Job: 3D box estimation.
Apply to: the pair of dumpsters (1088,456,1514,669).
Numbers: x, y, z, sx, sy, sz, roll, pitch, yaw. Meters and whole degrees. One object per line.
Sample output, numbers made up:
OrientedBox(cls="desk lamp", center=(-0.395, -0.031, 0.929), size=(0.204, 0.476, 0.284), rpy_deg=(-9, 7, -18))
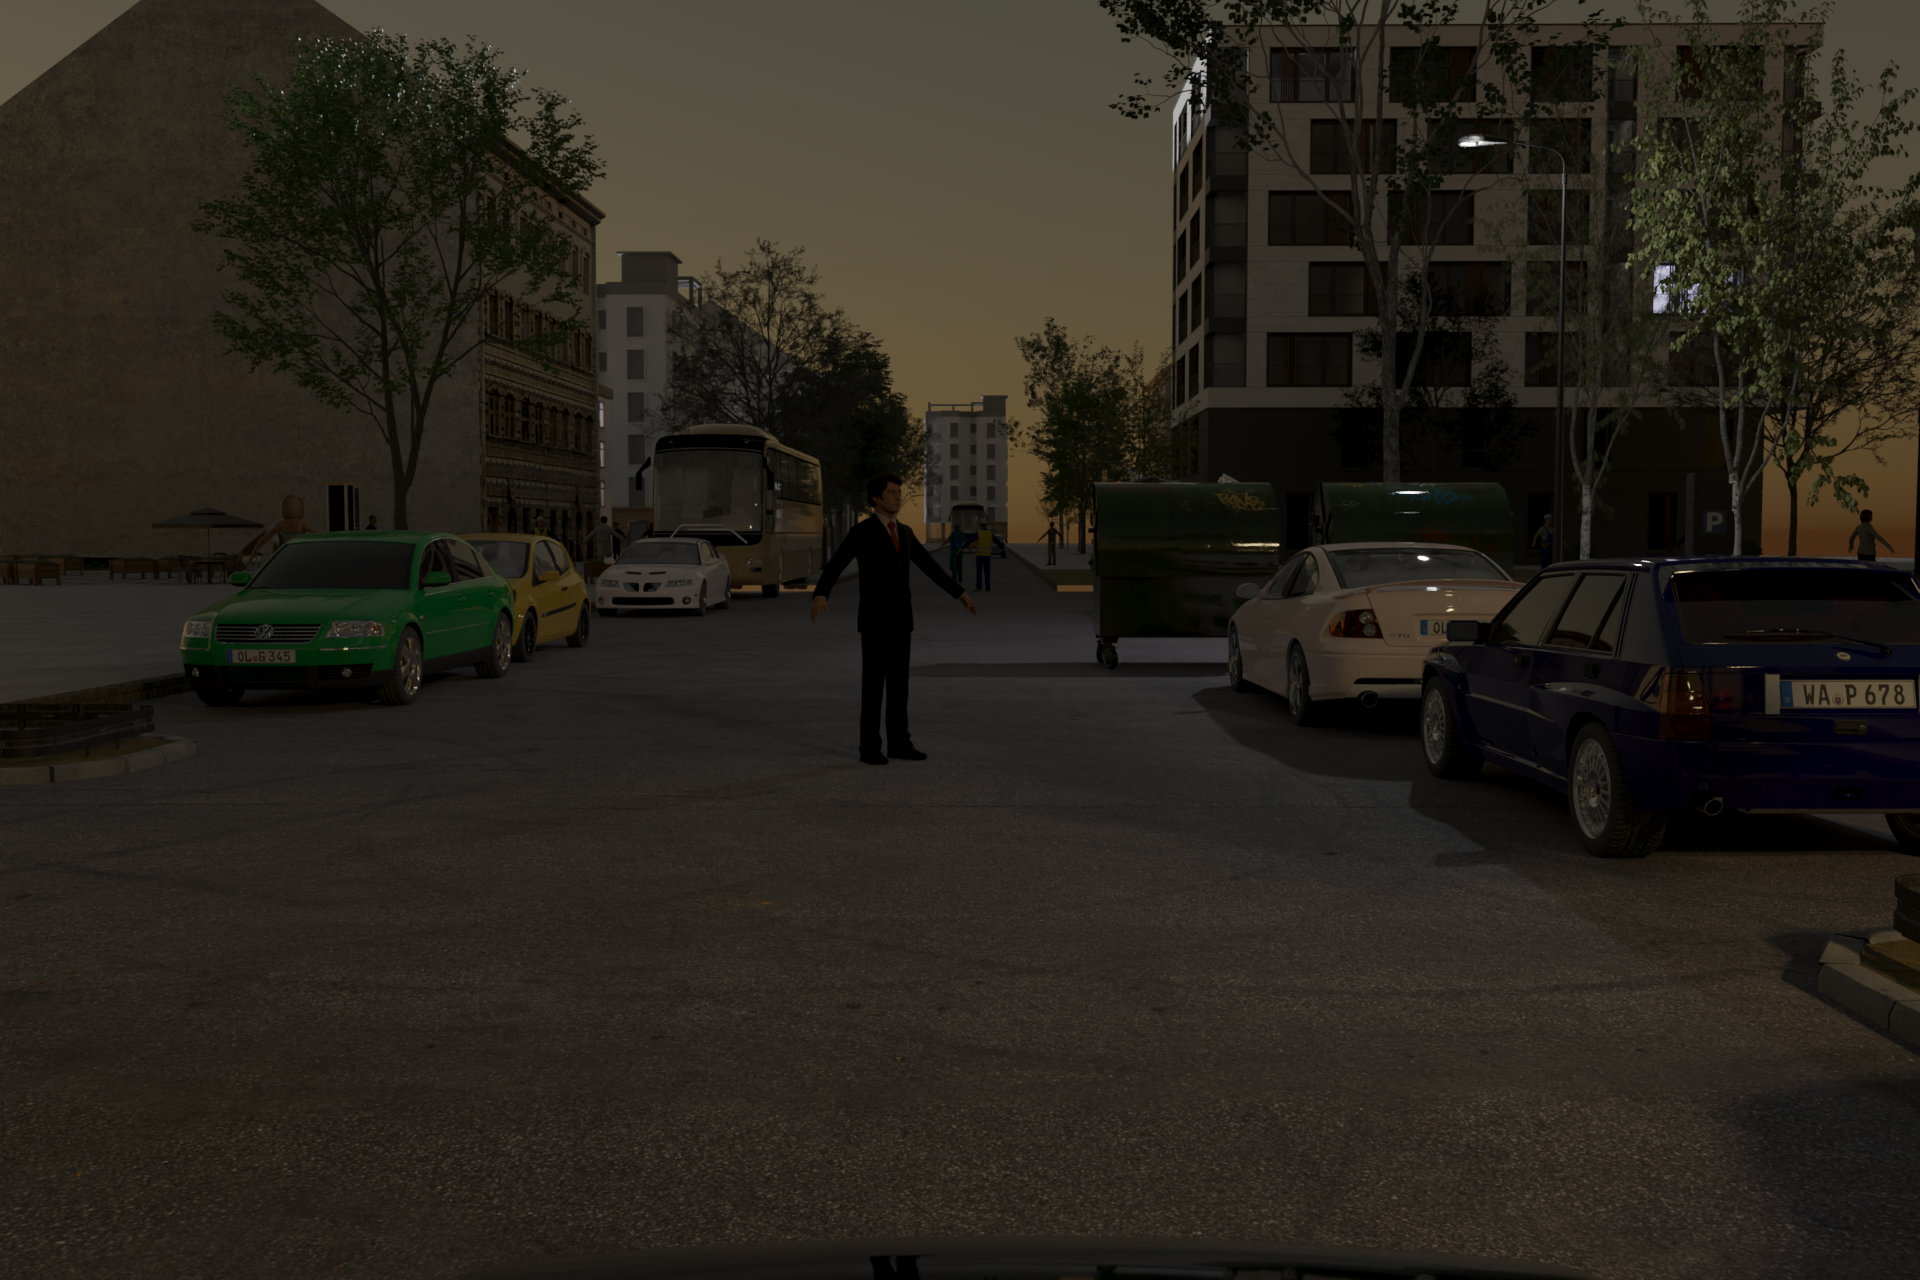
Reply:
OrientedBox(cls="pair of dumpsters", center=(3.608, -0.847, 18.794), size=(4.436, 2.255, 1.574), rpy_deg=(0, 4, 1))

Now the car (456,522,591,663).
OrientedBox(cls="car", center=(-5.609, -0.630, 20.532), size=(2.015, 1.641, 3.980), rpy_deg=(0, 4, 1))

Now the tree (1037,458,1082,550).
OrientedBox(cls="tree", center=(8.641, -11.418, 137.045), size=(4.360, 8.622, 3.978), rpy_deg=(0, 3, 0))

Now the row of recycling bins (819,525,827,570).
OrientedBox(cls="row of recycling bins", center=(-5.328, -3.391, 62.559), size=(1.069, 1.692, 3.534), rpy_deg=(0, 4, 2))

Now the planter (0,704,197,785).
OrientedBox(cls="planter", center=(-5.960, 0.633, 10.787), size=(1.991, 0.319, 1.994), rpy_deg=(0, 4, 1))

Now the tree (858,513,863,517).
OrientedBox(cls="tree", center=(-17.359, -20.262, 237.936), size=(9.857, 13.997, 8.962), rpy_deg=(0, 3, 0))

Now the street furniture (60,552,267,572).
OrientedBox(cls="street furniture", center=(-29.593, -2.762, 60.781), size=(10.072, 0.657, 5.734), rpy_deg=(0, 4, 6))

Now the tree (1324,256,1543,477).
OrientedBox(cls="tree", center=(15.925, -7.602, 58.701), size=(7.601, 10.594, 8.767), rpy_deg=(0, 4, 5))

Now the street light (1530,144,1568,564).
OrientedBox(cls="street light", center=(7.575, -2.919, 20.264), size=(1.470, 5.913, 1.316), rpy_deg=(0, 4, 1))

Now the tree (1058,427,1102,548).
OrientedBox(cls="tree", center=(8.294, -10.357, 119.701), size=(4.360, 8.622, 3.978), rpy_deg=(0, 3, 0))

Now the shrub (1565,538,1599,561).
OrientedBox(cls="shrub", center=(19.849, -2.704, 55.321), size=(1.383, 1.207, 1.383), rpy_deg=(0, 3, 0))

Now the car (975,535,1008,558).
OrientedBox(cls="car", center=(1.893, -5.652, 104.407), size=(2.014, 1.417, 4.499), rpy_deg=(0, 4, 0))

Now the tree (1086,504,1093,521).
OrientedBox(cls="tree", center=(18.913, -17.324, 233.604), size=(4.360, 8.622, 3.978), rpy_deg=(0, 3, 0))

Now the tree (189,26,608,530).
OrientedBox(cls="tree", center=(-11.175, -6.670, 34.804), size=(9.928, 11.665, 9.643), rpy_deg=(0, 3, 0))

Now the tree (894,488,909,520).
OrientedBox(cls="tree", center=(-8.399, -17.345, 233.947), size=(4.360, 8.622, 3.978), rpy_deg=(0, 3, 0))

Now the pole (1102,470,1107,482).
OrientedBox(cls="pole", center=(4.591, -3.742, 55.026), size=(0.158, 3.312, 0.155), rpy_deg=(0, 3, 0))

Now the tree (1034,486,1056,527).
OrientedBox(cls="tree", center=(12.670, -17.342, 233.900), size=(4.360, 8.622, 3.978), rpy_deg=(0, 3, 0))

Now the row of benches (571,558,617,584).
OrientedBox(cls="row of benches", center=(-9.241, -1.804, 44.959), size=(4.104, 0.672, 1.422), rpy_deg=(-2, 4, -28))

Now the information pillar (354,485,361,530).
OrientedBox(cls="information pillar", center=(-9.248, -1.326, 26.172), size=(0.304, 2.012, 0.304), rpy_deg=(0, 4, 1))

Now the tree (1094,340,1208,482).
OrientedBox(cls="tree", center=(7.276, -7.116, 66.701), size=(4.737, 8.622, 4.395), rpy_deg=(0, 3, 0))

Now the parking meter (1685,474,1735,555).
OrientedBox(cls="parking meter", center=(7.307, -0.684, 16.900), size=(0.399, 1.863, 0.255), rpy_deg=(0, 4, 1))

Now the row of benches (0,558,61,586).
OrientedBox(cls="row of benches", center=(-24.223, -1.761, 44.256), size=(4.104, 0.672, 1.422), rpy_deg=(3, 4, 37))

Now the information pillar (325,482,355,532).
OrientedBox(cls="information pillar", center=(-8.858, -1.242, 24.806), size=(0.304, 2.012, 0.304), rpy_deg=(0, 4, 1))

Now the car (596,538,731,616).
OrientedBox(cls="car", center=(-5.351, -1.182, 31.694), size=(2.083, 1.381, 4.827), rpy_deg=(0, 4, 1))

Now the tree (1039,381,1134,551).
OrientedBox(cls="tree", center=(9.273, -12.832, 127.922), size=(7.486, 12.596, 7.792), rpy_deg=(0, 3, 0))

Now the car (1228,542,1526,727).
OrientedBox(cls="car", center=(3.412, -0.118, 14.286), size=(2.083, 1.381, 4.827), rpy_deg=(0, 4, 0))

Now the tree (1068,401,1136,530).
OrientedBox(cls="tree", center=(7.680, -8.936, 96.473), size=(4.360, 8.622, 3.978), rpy_deg=(0, 3, 0))

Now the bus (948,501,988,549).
OrientedBox(cls="bus", center=(0.693, -8.713, 133.998), size=(2.896, 3.916, 12.252), rpy_deg=(0, 4, 1))

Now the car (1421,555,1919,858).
OrientedBox(cls="car", center=(3.645, 0.219, 9.005), size=(1.945, 1.354, 3.894), rpy_deg=(0, 4, 0))

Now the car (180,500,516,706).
OrientedBox(cls="car", center=(-5.442, -0.434, 15.885), size=(1.959, 1.807, 4.718), rpy_deg=(0, 4, 1))

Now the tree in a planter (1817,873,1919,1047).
OrientedBox(cls="tree in a planter", center=(3.673, -0.471, 4.928), size=(1.991, 3.239, 1.994), rpy_deg=(0, 4, 1))

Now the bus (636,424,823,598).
OrientedBox(cls="bus", center=(-5.214, -3.101, 42.254), size=(2.896, 3.916, 12.252), rpy_deg=(0, 4, 1))

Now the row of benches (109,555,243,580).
OrientedBox(cls="row of benches", center=(-22.773, -2.150, 50.608), size=(1.422, 0.672, 4.104), rpy_deg=(2, 4, 30))

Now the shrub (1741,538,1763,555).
OrientedBox(cls="shrub", center=(25.765, -2.786, 56.668), size=(1.383, 1.207, 1.383), rpy_deg=(0, 3, 0))

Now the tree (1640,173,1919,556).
OrientedBox(cls="tree", center=(28.939, -9.142, 59.848), size=(12.009, 13.543, 11.850), rpy_deg=(0, 3, 0))

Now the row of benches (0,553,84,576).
OrientedBox(cls="row of benches", center=(-29.072, -2.403, 54.748), size=(4.104, 0.672, 1.422), rpy_deg=(2, 4, 33))

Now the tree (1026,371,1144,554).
OrientedBox(cls="tree", center=(7.887, -11.269, 110.009), size=(9.928, 11.665, 9.643), rpy_deg=(0, 3, 0))
